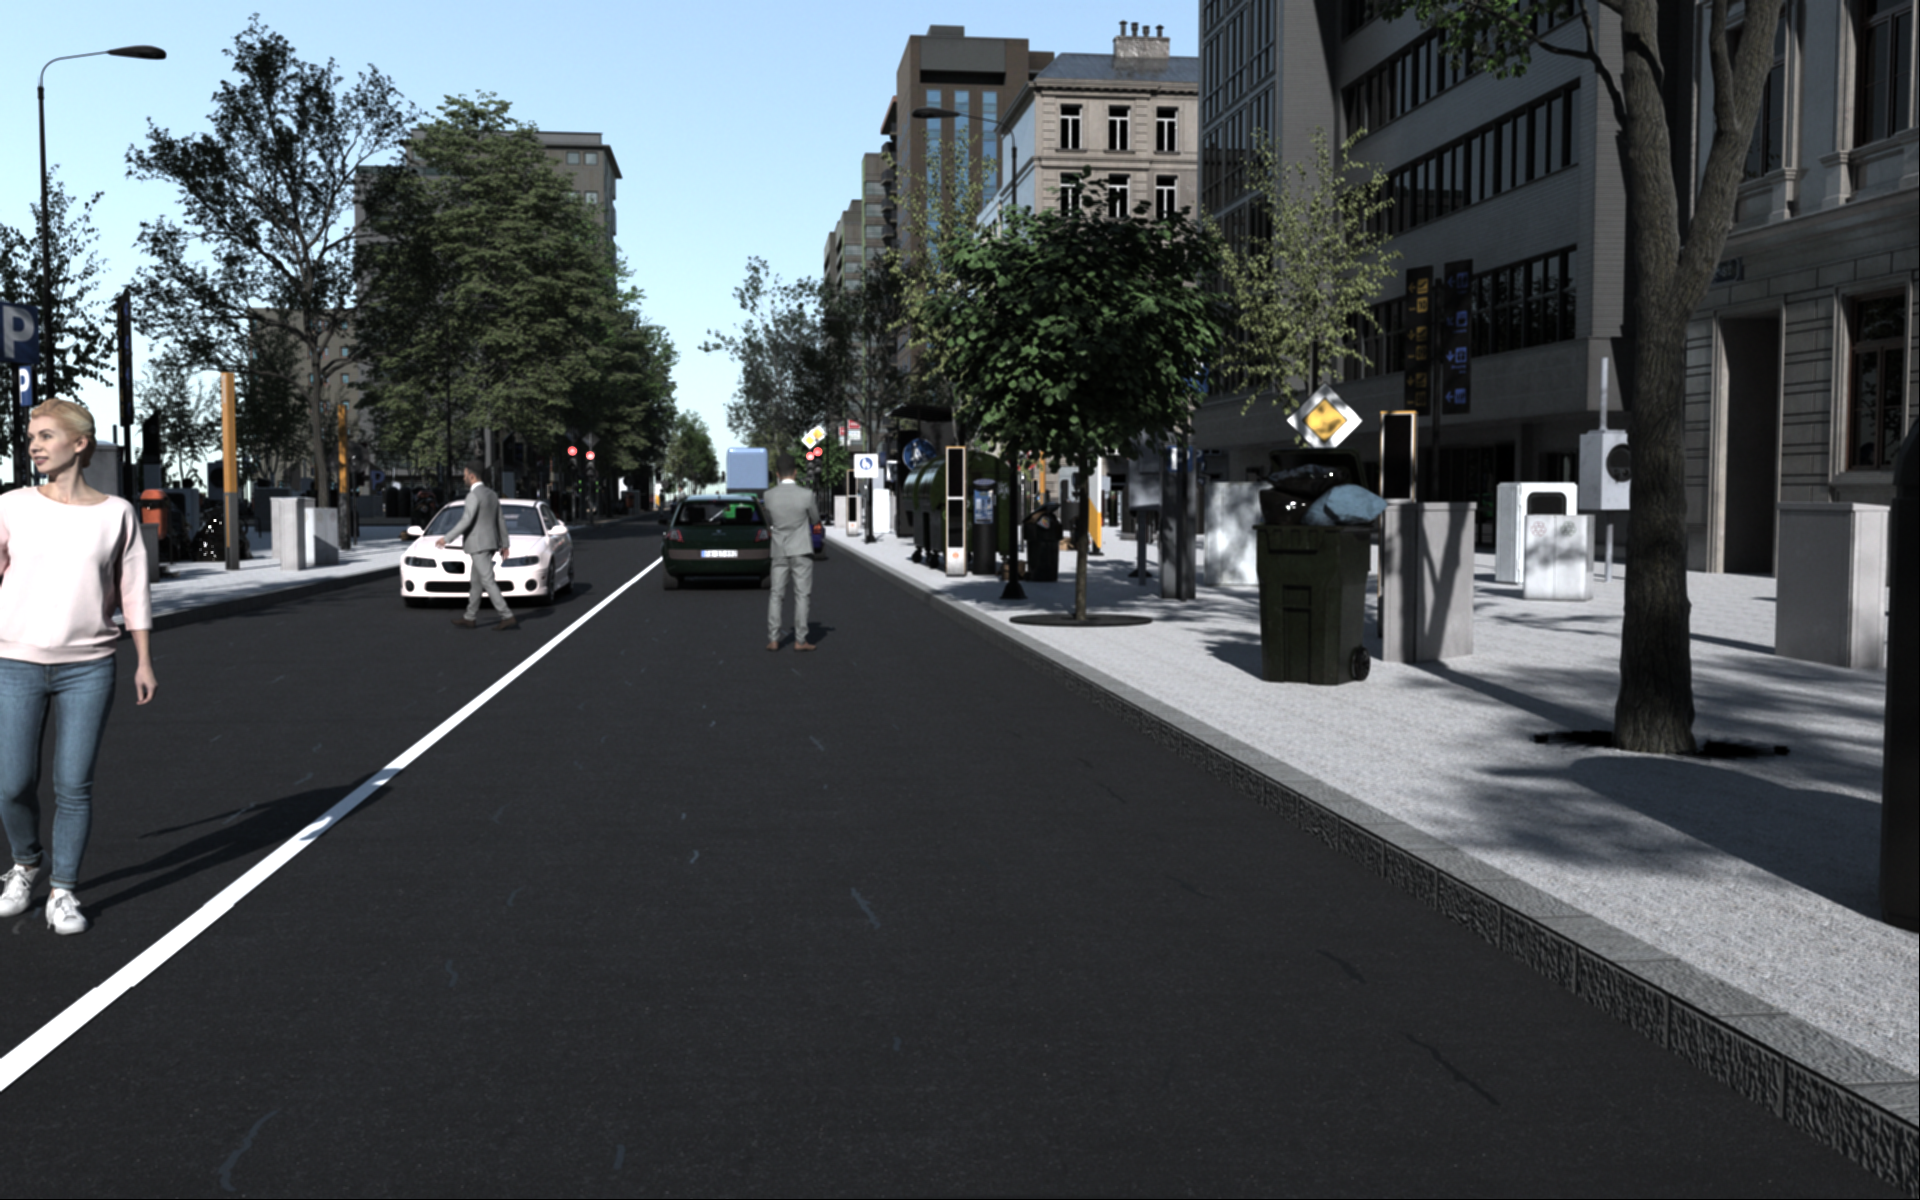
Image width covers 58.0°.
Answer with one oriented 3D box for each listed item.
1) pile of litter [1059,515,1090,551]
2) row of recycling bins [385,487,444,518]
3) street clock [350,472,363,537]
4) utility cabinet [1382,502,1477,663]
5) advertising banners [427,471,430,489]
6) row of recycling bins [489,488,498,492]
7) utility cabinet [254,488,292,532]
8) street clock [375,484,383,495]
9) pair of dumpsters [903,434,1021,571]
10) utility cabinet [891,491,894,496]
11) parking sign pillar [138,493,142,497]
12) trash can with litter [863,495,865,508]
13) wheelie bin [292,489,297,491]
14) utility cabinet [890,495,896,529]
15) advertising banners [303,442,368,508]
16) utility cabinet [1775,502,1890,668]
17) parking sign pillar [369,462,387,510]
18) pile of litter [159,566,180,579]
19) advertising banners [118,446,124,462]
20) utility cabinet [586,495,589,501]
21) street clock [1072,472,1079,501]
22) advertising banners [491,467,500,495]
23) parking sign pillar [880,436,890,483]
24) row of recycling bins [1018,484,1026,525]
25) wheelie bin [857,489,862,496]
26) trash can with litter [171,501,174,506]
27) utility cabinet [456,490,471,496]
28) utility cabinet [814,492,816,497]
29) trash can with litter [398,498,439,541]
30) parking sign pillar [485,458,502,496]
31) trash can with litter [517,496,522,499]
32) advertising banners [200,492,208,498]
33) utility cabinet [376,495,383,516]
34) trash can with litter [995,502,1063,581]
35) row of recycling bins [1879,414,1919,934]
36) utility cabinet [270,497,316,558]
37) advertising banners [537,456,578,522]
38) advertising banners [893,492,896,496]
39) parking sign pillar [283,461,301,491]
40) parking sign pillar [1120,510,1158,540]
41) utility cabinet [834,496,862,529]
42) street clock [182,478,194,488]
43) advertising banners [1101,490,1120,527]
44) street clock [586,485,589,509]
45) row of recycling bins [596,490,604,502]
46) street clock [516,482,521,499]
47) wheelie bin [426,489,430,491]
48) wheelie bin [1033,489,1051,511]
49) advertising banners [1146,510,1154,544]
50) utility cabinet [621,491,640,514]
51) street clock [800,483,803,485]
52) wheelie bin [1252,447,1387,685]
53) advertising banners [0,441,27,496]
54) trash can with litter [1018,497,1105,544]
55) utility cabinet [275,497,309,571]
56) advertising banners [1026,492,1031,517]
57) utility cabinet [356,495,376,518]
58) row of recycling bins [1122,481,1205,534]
[{"bbox_3d":[2.477,-1.583,39.847,1.176,0.858,1.719,1,4,19],"label":"pile of litter"},{"bbox_3d":[-29.903,-5.368,94.880,3.534,1.692,1.069,1,4,15],"label":"row of recycling bins"},{"bbox_3d":[-18.147,-2.895,51.896,0.471,2.002,0.358,0,4,6],"label":"street clock"},{"bbox_3d":[3.668,-0.146,13.552,0.306,1.237,1.020,3,5,41],"label":"utility cabinet"},{"bbox_3d":[-40.802,-8.397,133.484,0.090,3.025,2.074,0,4,-4],"label":"advertising banners"},{"bbox_3d":[-31.400,-6.644,115.744,1.069,1.692,3.534,-1,4,-13],"label":"row of recycling bins"},{"bbox_3d":[-23.206,-3.048,58.513,1.173,1.500,0.318,0,4,-1],"label":"utility cabinet"},{"bbox_3d":[-42.205,-7.416,125.827,0.471,2.002,0.358,1,4,12],"label":"street clock"},{"bbox_3d":[-0.009,-1.687,30.080,1.574,2.255,4.437,0,4,-7],"label":"pair of dumpsters"},{"bbox_3d":[-5.716,-7.905,137.930,0.318,1.500,1.173,2,4,34],"label":"utility cabinet"},{"bbox_3d":[-62.806,-8.812,132.540,1.447,3.967,1.447,1,4,17],"label":"parking sign pillar"},{"bbox_3d":[-8.076,-8.664,153.050,1.055,1.170,0.624,1,4,9],"label":"trash can with litter"},{"bbox_3d":[-40.175,-5.910,104.542,0.980,1.594,0.693,3,5,41],"label":"wheelie bin"},{"bbox_3d":[-2.693,-3.234,64.034,0.306,1.237,1.020,-3,4,-37],"label":"utility cabinet"},{"bbox_3d":[-20.928,-3.787,58.112,2.074,3.025,0.090,-2,4,-25],"label":"advertising banners"},{"bbox_3d":[6.654,-0.127,13.243,0.306,1.237,1.020,0,4,-4],"label":"utility cabinet"},{"bbox_3d":[-48.084,-9.455,143.067,1.447,3.967,1.447,-3,5,-43],"label":"parking sign pillar"},{"bbox_3d":[-12.733,-0.772,26.591,1.719,0.858,1.176,3,5,43],"label":"pile of litter"},{"bbox_3d":[-31.200,-4.087,63.016,2.074,3.025,0.090,1,4,18],"label":"advertising banners"},{"bbox_3d":[-31.546,-8.288,146.665,0.306,1.237,1.020,-1,4,-18],"label":"utility cabinet"},{"bbox_3d":[3.886,-3.253,57.750,0.358,2.002,0.471,-1,4,-9],"label":"street clock"},{"bbox_3d":[-29.847,-7.045,111.370,0.090,3.025,2.074,-2,4,-28],"label":"advertising banners"},{"bbox_3d":[-3.417,-5.557,79.332,1.447,3.967,1.447,0,4,-1],"label":"parking sign pillar"},{"bbox_3d":[0.945,-3.913,71.090,3.534,1.692,1.069,0,4,-4],"label":"row of recycling bins"},{"bbox_3d":[-6.832,-6.404,112.606,0.980,1.594,0.693,2,4,24],"label":"wheelie bin"},{"bbox_3d":[-19.999,-1.976,43.697,0.624,1.170,1.055,-2,4,-35],"label":"trash can with litter"},{"bbox_3d":[-25.188,-4.901,88.810,1.173,1.500,0.318,-2,4,-29],"label":"utility cabinet"},{"bbox_3d":[-10.956,-7.882,137.545,1.173,1.500,0.318,1,4,11],"label":"utility cabinet"},{"bbox_3d":[-14.990,-2.220,47.679,1.055,1.170,0.624,1,4,18],"label":"trash can with litter"},{"bbox_3d":[-35.622,-8.911,134.161,1.447,3.967,1.447,3,4,36],"label":"parking sign pillar"},{"bbox_3d":[-29.417,-6.314,114.620,1.055,1.170,0.624,3,5,40],"label":"trash can with litter"},{"bbox_3d":[-56.842,-8.275,131.488,2.074,3.025,0.090,1,4,14],"label":"advertising banners"},{"bbox_3d":[-33.734,-5.452,100.303,0.306,1.237,1.020,0,4,3],"label":"utility cabinet"},{"bbox_3d":[0.997,-0.866,25.549,1.055,1.170,0.624,3,4,36],"label":"trash can with litter"},{"bbox_3d":[3.646,0.200,3.846,1.069,1.692,3.534,-1,4,-21],"label":"row of recycling bins"},{"bbox_3d":[-13.469,-1.460,35.034,0.306,1.237,1.020,1,4,18],"label":"utility cabinet"},{"bbox_3d":[-18.511,-5.084,79.316,2.074,3.025,0.090,-3,4,-37],"label":"advertising banners"},{"bbox_3d":[-3.766,-6.905,109.080,0.090,3.025,2.074,1,4,20],"label":"advertising banners"},{"bbox_3d":[-52.704,-9.067,136.725,1.447,3.967,1.447,-1,4,-14],"label":"parking sign pillar"},{"bbox_3d":[5.200,-3.669,48.458,1.447,3.967,1.447,1,4,11],"label":"parking sign pillar"},{"bbox_3d":[-4.165,-3.266,64.559,1.020,1.237,0.306,0,4,3],"label":"utility cabinet"},{"bbox_3d":[-34.890,-4.509,78.288,0.471,2.002,0.358,-2,4,-32],"label":"street clock"},{"bbox_3d":[5.548,-4.420,68.452,0.090,3.025,2.074,-3,5,-40],"label":"advertising banners"},{"bbox_3d":[-31.258,-8.608,145.309,0.358,2.002,0.471,2,4,31],"label":"street clock"},{"bbox_3d":[-28.981,-8.513,146.293,3.534,1.692,1.069,0,4,-6],"label":"row of recycling bins"},{"bbox_3d":[-26.916,-6.147,105.069,0.471,2.002,0.358,-3,5,-40],"label":"street clock"},{"bbox_3d":[-35.414,-6.556,115.096,0.980,1.594,0.693,-3,5,-44],"label":"wheelie bin"},{"bbox_3d":[3.267,-3.735,68.983,0.693,1.594,0.980,0,4,-3],"label":"wheelie bin"},{"bbox_3d":[4.909,-3.015,45.476,0.090,3.025,2.074,0,4,-1],"label":"advertising banners"},{"bbox_3d":[-20.846,-6.170,109.555,1.173,1.500,0.318,0,4,2],"label":"utility cabinet"},{"bbox_3d":[-8.502,-5.389,92.675,0.358,2.002,0.471,1,4,12],"label":"street clock"},{"bbox_3d":[2.435,-0.241,11.842,0.980,1.594,0.693,2,4,34],"label":"wheelie bin"},{"bbox_3d":[-32.768,-3.891,59.801,0.090,3.025,2.074,0,4,-6],"label":"advertising banners"},{"bbox_3d":[2.530,-2.056,44.667,2.233,1.210,1.678,1,4,17],"label":"trash can with litter"},{"bbox_3d":[-11.333,-1.116,29.407,0.306,1.237,1.020,-1,4,-14],"label":"utility cabinet"},{"bbox_3d":[2.731,-5.559,87.070,2.074,3.025,0.090,0,4,-5],"label":"advertising banners"},{"bbox_3d":[-32.397,-5.071,94.074,0.306,1.237,1.020,3,4,38],"label":"utility cabinet"},{"bbox_3d":[6.586,-3.011,56.341,1.069,1.692,3.534,-3,4,-38],"label":"row of recycling bins"}]
